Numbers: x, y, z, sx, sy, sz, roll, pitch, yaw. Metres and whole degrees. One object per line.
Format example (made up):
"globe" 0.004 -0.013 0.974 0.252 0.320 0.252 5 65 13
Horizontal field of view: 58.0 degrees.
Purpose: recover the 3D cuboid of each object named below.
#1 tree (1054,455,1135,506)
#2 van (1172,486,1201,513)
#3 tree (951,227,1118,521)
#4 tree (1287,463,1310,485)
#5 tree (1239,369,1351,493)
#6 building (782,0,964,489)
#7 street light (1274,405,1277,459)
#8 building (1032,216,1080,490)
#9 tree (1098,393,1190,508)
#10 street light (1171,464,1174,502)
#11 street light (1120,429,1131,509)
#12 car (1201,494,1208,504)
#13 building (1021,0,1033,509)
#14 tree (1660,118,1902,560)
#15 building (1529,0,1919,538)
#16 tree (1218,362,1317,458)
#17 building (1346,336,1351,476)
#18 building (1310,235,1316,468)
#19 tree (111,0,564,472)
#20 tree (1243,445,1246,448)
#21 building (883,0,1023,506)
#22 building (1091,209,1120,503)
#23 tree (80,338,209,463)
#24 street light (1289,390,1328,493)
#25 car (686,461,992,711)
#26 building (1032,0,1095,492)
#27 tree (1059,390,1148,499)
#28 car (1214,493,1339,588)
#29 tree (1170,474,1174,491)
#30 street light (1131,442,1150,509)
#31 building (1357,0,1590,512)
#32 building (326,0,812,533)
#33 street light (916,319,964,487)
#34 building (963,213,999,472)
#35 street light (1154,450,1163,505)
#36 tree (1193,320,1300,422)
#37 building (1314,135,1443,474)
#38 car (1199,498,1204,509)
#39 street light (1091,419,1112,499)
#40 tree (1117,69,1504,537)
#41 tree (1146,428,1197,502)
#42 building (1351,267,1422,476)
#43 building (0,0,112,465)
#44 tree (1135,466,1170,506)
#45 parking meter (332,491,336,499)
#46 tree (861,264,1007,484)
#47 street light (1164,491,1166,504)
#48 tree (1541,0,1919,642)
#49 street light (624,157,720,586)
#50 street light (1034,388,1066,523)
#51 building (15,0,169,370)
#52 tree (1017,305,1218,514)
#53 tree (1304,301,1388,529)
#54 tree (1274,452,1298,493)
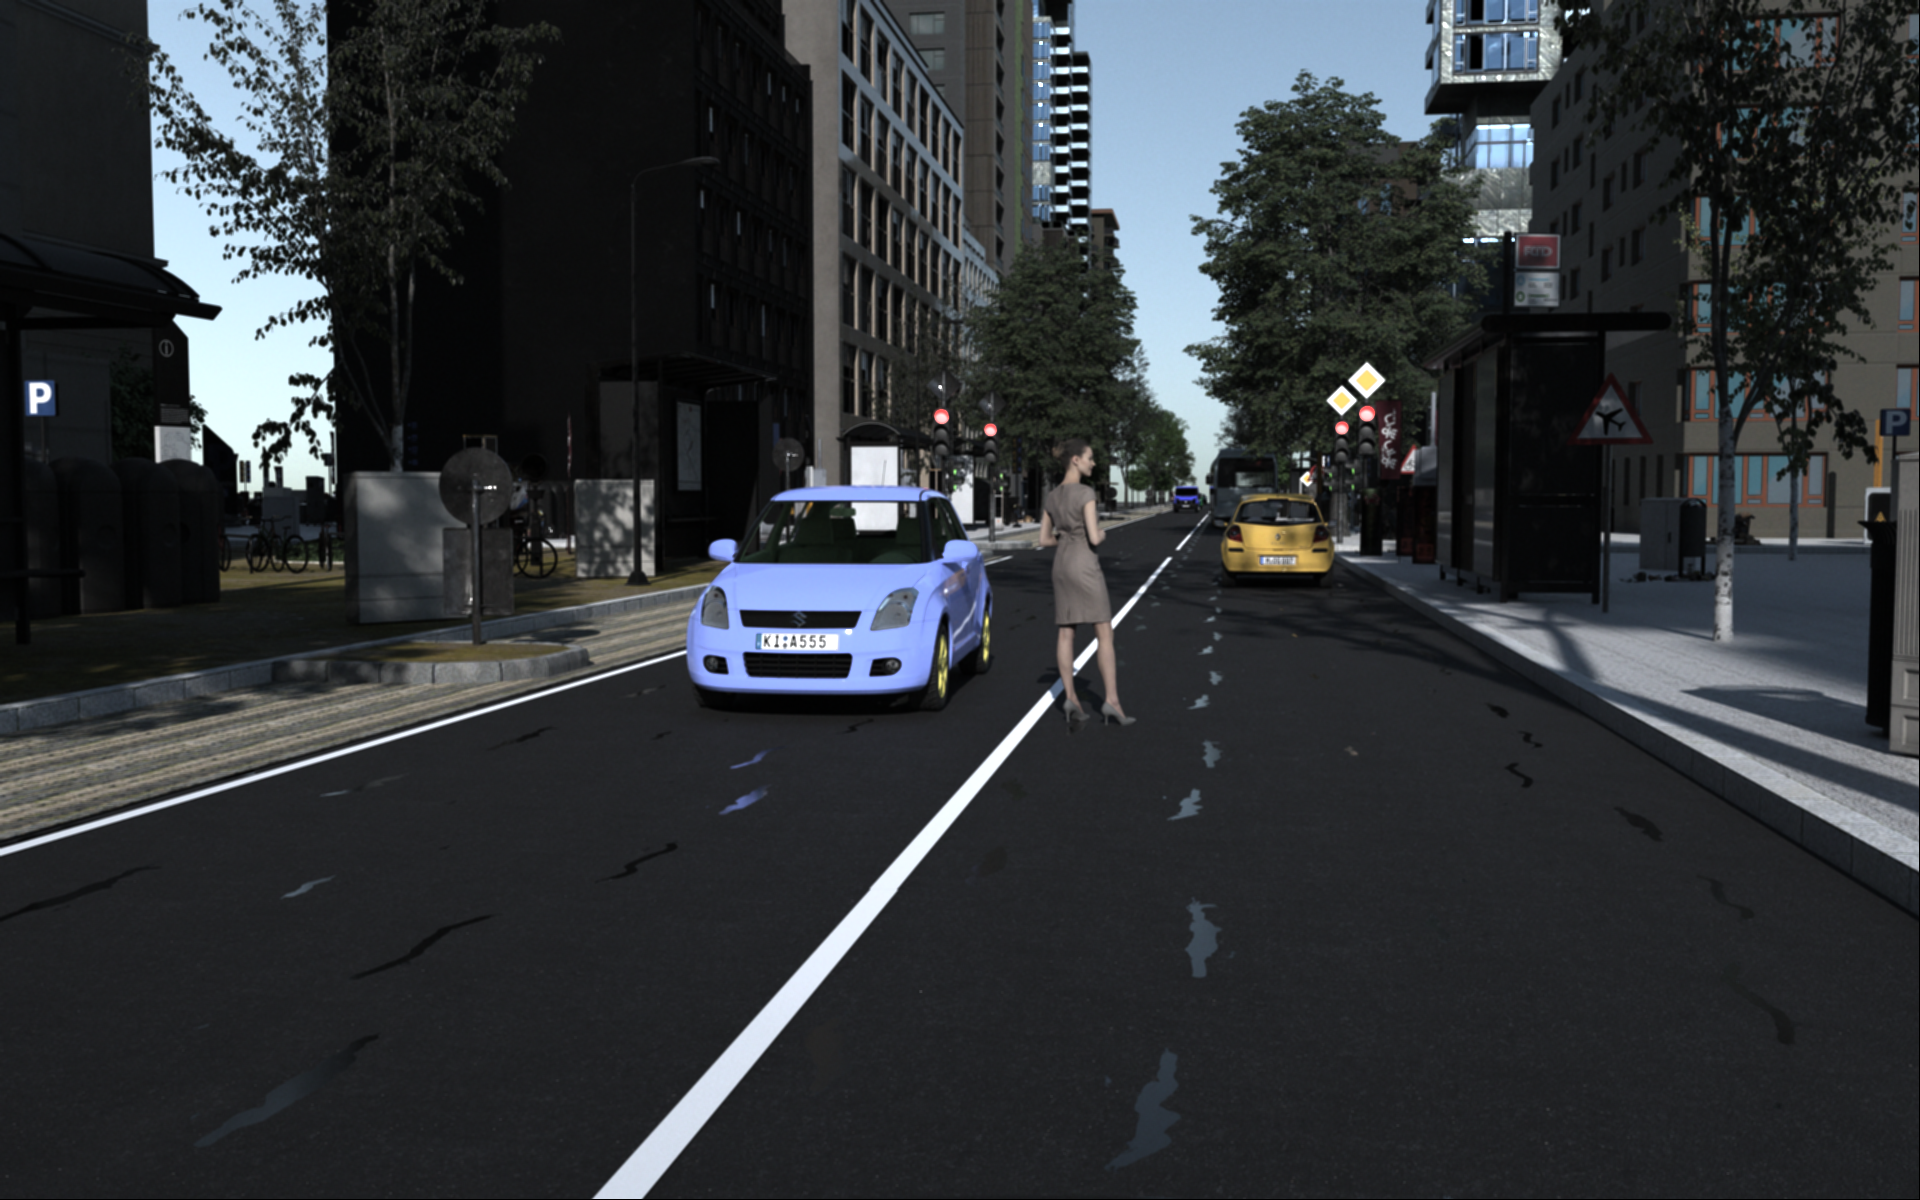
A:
"tree" 7.073 -7.213 101.645 4.285 4.588 4.351 0 3 0
"van" 17.583 -7.941 134.223 2.240 2.365 5.245 1 4 9
"tree" 4.064 -10.820 83.565 9.857 13.997 8.962 0 3 0
"tree" 20.704 -6.806 105.884 1.663 3.219 1.824 0 3 0
"tree" 21.554 -10.828 111.451 7.601 10.594 8.767 0 4 5
"building" -11.886 -17.406 89.104 19.350 26.468 34.151 1 4 9
"street light" 16.478 -7.134 89.189 1.470 5.913 1.316 1 4 9
"building" 4.960 -25.125 182.493 14.160 30.474 14.107 1 4 9
"tree" 15.528 -14.523 163.208 9.928 11.665 9.643 0 3 0
"street light" 28.199 -15.980 233.807 1.470 5.913 1.316 1 4 9
"street light" 11.048 -9.137 121.926 1.470 5.913 1.316 1 4 9
"car" 34.474 -14.568 247.973 2.009 1.686 4.222 0 4 7
"building" -1.614 -30.206 143.984 14.600 45.320 14.200 1 4 9
"tree" 15.898 -5.074 33.318 4.737 8.622 4.395 0 3 0
"building" 37.532 -13.245 61.592 28.899 21.520 27.650 1 4 9
"tree" 27.126 -14.646 149.834 12.009 13.543 11.850 0 3 0
"building" 52.677 -19.802 168.797 27.650 21.520 28.899 1 4 9
"building" 56.429 -34.244 243.489 14.154 41.232 14.086 1 4 9
"tree" -6.228 -4.156 18.312 4.360 8.622 3.978 0 3 0
"tree" 39.062 -18.776 225.107 7.486 12.596 7.792 0 3 0
"building" -3.057 -27.306 130.048 14.154 41.232 14.086 1 4 9
"building" 12.350 -37.011 259.759 22.147 44.769 28.867 1 4 9
"tree" -17.630 -3.233 36.576 4.285 4.588 4.351 0 3 0
"street light" 12.031 -5.316 59.462 1.470 5.913 1.316 1 4 9
"car" -0.776 -0.186 12.635 1.945 1.707 3.694 0 4 8
"building" 7.255 -56.034 228.834 22.319 86.520 31.000 1 4 9
"tree" 11.313 -12.405 137.238 7.601 10.594 8.767 -1 4 -22
"car" 5.077 -1.076 27.811 2.015 1.641 3.980 1 4 10
"tree" 25.267 -14.463 220.185 4.285 4.588 4.351 0 3 0
"street light" 15.730 -10.995 152.307 1.470 5.913 1.316 1 4 9
"building" 35.850 -48.117 99.376 22.319 86.520 31.000 1 4 9
"building" -13.325 -14.301 63.494 12.332 23.373 15.834 1 4 9
"street light" -0.591 -4.509 46.255 1.470 5.913 1.316 1 4 9
"building" -3.648 -15.843 113.787 10.420 20.320 16.860 1 4 9
"street light" 20.296 -12.811 181.998 1.470 5.913 1.316 1 4 9
"tree" 30.675 -19.956 182.164 12.611 20.169 13.585 0 3 0
"building" 51.643 -34.585 215.569 14.600 45.320 14.200 1 4 9
"car" 22.086 -9.495 164.036 1.959 1.807 4.718 0 4 8
"street light" 8.462 -8.141 105.649 1.470 5.913 1.316 1 4 9
"tree" 11.426 -8.886 51.948 9.857 13.997 8.962 0 3 0
"tree" 33.422 -21.962 276.082 9.611 12.733 9.660 0 3 0
"building" 47.216 -18.068 140.450 27.650 21.520 28.899 1 4 9
"building" -27.214 -35.646 21.067 20.611 71.187 20.563 1 4 9
"tree" 19.598 -12.593 189.608 4.285 4.588 4.351 0 3 0
"parking meter" -43.881 -6.925 121.631 0.372 1.533 0.369 0 3 0
"tree" -0.604 -6.493 56.528 4.360 8.622 3.978 0 3 0
"street light" 23.544 -14.164 204.130 1.470 5.913 1.316 1 4 9
"tree" 6.797 -3.931 14.640 4.360 8.622 3.978 0 3 0
"street light" -4.002 -3.154 24.114 1.470 5.913 1.316 1 4 9
"street light" 3.934 -6.325 75.952 1.470 5.913 1.316 1 4 9
"building" -43.729 -17.168 66.599 20.117 28.700 13.634 1 4 9
"tree" 8.490 -12.361 112.469 12.009 13.543 11.850 0 3 0
"tree" 14.111 -6.898 63.137 4.360 8.622 3.978 0 3 0
"tree" 25.582 -9.462 138.418 4.285 4.588 4.351 0 3 0
